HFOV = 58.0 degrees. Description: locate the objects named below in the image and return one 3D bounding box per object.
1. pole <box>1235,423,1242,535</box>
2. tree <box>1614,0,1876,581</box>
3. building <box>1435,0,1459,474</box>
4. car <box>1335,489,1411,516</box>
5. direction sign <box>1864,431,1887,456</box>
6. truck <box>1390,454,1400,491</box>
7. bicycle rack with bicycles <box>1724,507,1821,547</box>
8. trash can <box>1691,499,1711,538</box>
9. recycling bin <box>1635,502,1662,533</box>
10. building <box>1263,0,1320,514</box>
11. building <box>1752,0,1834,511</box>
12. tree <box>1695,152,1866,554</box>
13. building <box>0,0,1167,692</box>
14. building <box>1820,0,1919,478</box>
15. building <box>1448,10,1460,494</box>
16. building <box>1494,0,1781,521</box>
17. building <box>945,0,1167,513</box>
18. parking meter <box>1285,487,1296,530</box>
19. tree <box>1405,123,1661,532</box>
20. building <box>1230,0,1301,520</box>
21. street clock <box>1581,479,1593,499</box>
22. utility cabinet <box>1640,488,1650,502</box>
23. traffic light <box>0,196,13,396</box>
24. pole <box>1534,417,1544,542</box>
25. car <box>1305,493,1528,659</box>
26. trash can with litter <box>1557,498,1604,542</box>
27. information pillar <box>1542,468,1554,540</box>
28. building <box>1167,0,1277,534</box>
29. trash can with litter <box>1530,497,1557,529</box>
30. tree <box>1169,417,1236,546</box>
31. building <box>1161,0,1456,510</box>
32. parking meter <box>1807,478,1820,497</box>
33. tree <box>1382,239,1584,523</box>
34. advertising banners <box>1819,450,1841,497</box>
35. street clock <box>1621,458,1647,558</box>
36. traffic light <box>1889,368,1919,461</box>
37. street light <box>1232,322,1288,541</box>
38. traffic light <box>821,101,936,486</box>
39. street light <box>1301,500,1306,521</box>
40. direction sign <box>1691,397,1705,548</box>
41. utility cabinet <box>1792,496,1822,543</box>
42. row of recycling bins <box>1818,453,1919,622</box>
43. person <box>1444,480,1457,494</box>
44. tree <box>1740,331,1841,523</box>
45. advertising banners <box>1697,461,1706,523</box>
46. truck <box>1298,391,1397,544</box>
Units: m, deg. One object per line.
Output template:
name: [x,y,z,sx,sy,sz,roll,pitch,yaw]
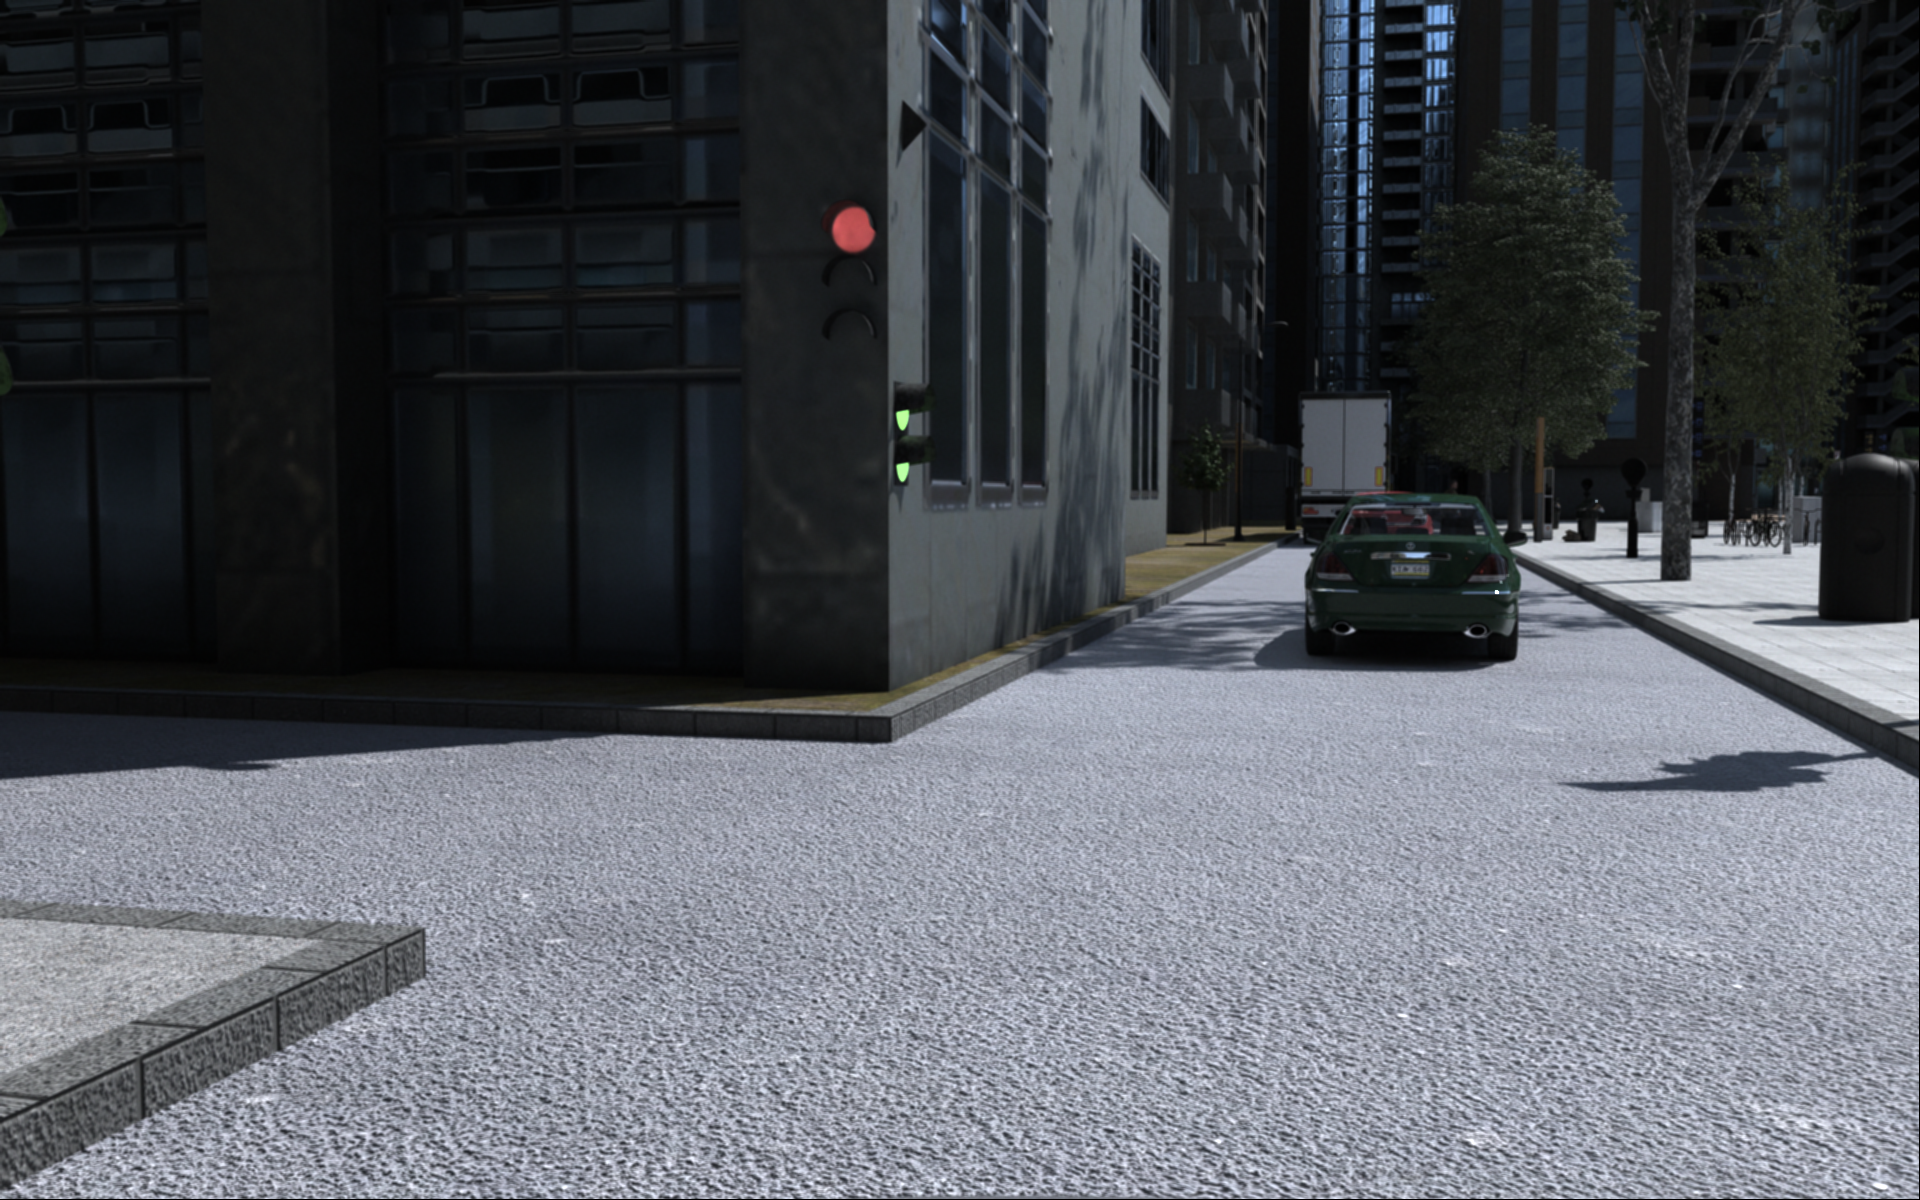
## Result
pole: [8.036,-3.433,49.979,0.158,3.312,0.155,0,3,0]
tree: [11.638,-10.287,24.087,12.611,20.169,13.585,0,3,0]
building: [50.859,-31.727,138.349,23.786,49.044,30.456,1,4,14]
car: [8.752,-1.617,35.470,2.155,1.783,4.494,1,4,15]
direction sign: [33.111,-4.325,62.712,0.876,3.537,0.379,0,4,-8]
truck: [30.738,-8.439,126.891,2.839,4.237,11.283,1,4,15]
bicycle rack with bicycles: [20.275,-1.810,42.982,2.852,0.926,2.925,1,4,20]
trash can: [21.388,-2.361,50.260,0.748,1.137,0.748,0,3,0]
recycling bin: [22.806,-2.748,57.482,0.722,1.027,0.722,-3,5,-43]
building: [15.993,-28.301,112.826,14.600,45.320,14.200,1,4,14]
building: [81.966,-33.432,166.227,30.456,49.044,23.786,1,4,14]
tree: [17.510,-5.279,36.678,4.737,8.622,4.395,0,3,0]
building: [-7.609,-43.645,26.262,22.319,86.520,31.000,1,4,14]
building: [79.250,-29.929,139.455,14.200,45.320,14.600,1,4,14]
building: [36.770,-20.327,104.050,14.160,30.474,14.107,1,4,14]
building: [33.303,-26.898,89.899,14.600,45.320,14.200,1,4,14]
building: [16.689,-51.179,149.441,31.000,86.520,22.319,1,4,14]
parking meter: [11.771,-3.254,61.611,0.372,1.533,0.369,0,3,0]
tree: [17.685,-8.289,53.659,7.486,12.596,7.792,0,3,0]
building: [8.703,-40.225,95.933,20.563,71.187,20.611,1,4,14]
street clock: [29.303,-4.673,80.969,0.471,2.002,0.358,0,4,4]
utility cabinet: [24.383,-3.239,61.634,0.318,1.500,1.173,1,4,20]
traffic light: [-2.507,-0.903,3.685,0.839,4.253,0.868,1,4,14]
pole: [15.358,-3.186,45.941,0.158,3.312,0.155,0,3,0]
car: [4.346,-0.294,16.600,2.131,1.459,4.920,1,4,15]
trash can with litter: [16.739,-2.152,46.566,1.055,1.170,0.624,-2,4,-31]
information pillar: [16.300,-2.674,48.205,0.304,2.012,0.304,-1,4,-12]
building: [-0.380,-27.268,65.437,23.786,49.044,30.456,1,4,14]
trash can with litter: [21.323,-3.163,63.104,1.055,1.170,0.624,1,4,23]
tree: [6.231,-2.974,43.228,1.663,3.219,1.824,0,3,0]
building: [37.777,-52.751,175.152,31.000,86.520,22.319,1,4,14]
parking meter: [31.791,-3.598,64.535,0.399,1.863,0.255,-2,4,-27]
tree: [22.962,-9.687,75.391,9.611,12.733,9.660,0,3,0]
advertising banners: [34.532,-4.455,69.034,2.074,3.025,0.090,-2,4,-35]
street clock: [13.523,-1.848,34.784,0.471,2.002,0.358,2,4,29]
traffic light: [5.822,-1.282,9.885,0.839,4.253,0.868,1,4,14]
street light: [8.147,-4.555,47.018,1.470,5.913,1.316,1,4,14]
traffic light: [-0.603,-1.377,11.440,0.839,4.253,0.868,1,4,14]
street light: [16.706,-6.635,81.020,1.470,5.913,1.316,1,4,14]
direction sign: [17.074,-2.985,40.799,0.379,3.537,0.876,-3,4,-38]
utility cabinet: [22.304,-2.100,45.492,1.020,1.237,0.306,-2,4,-30]
row of recycling bins: [10.229,-0.701,18.581,1.069,1.692,3.534,3,5,45]
person: [13.994,-2.504,49.346,0.656,1.842,0.836,3,4,38]
tree: [36.847,-7.770,77.399,4.360,8.622,3.978,0,3,0]
advertising banners: [27.125,-4.112,63.427,0.090,3.025,2.074,1,4,16]
truck: [11.824,-3.901,52.690,2.839,4.237,11.283,1,4,14]
